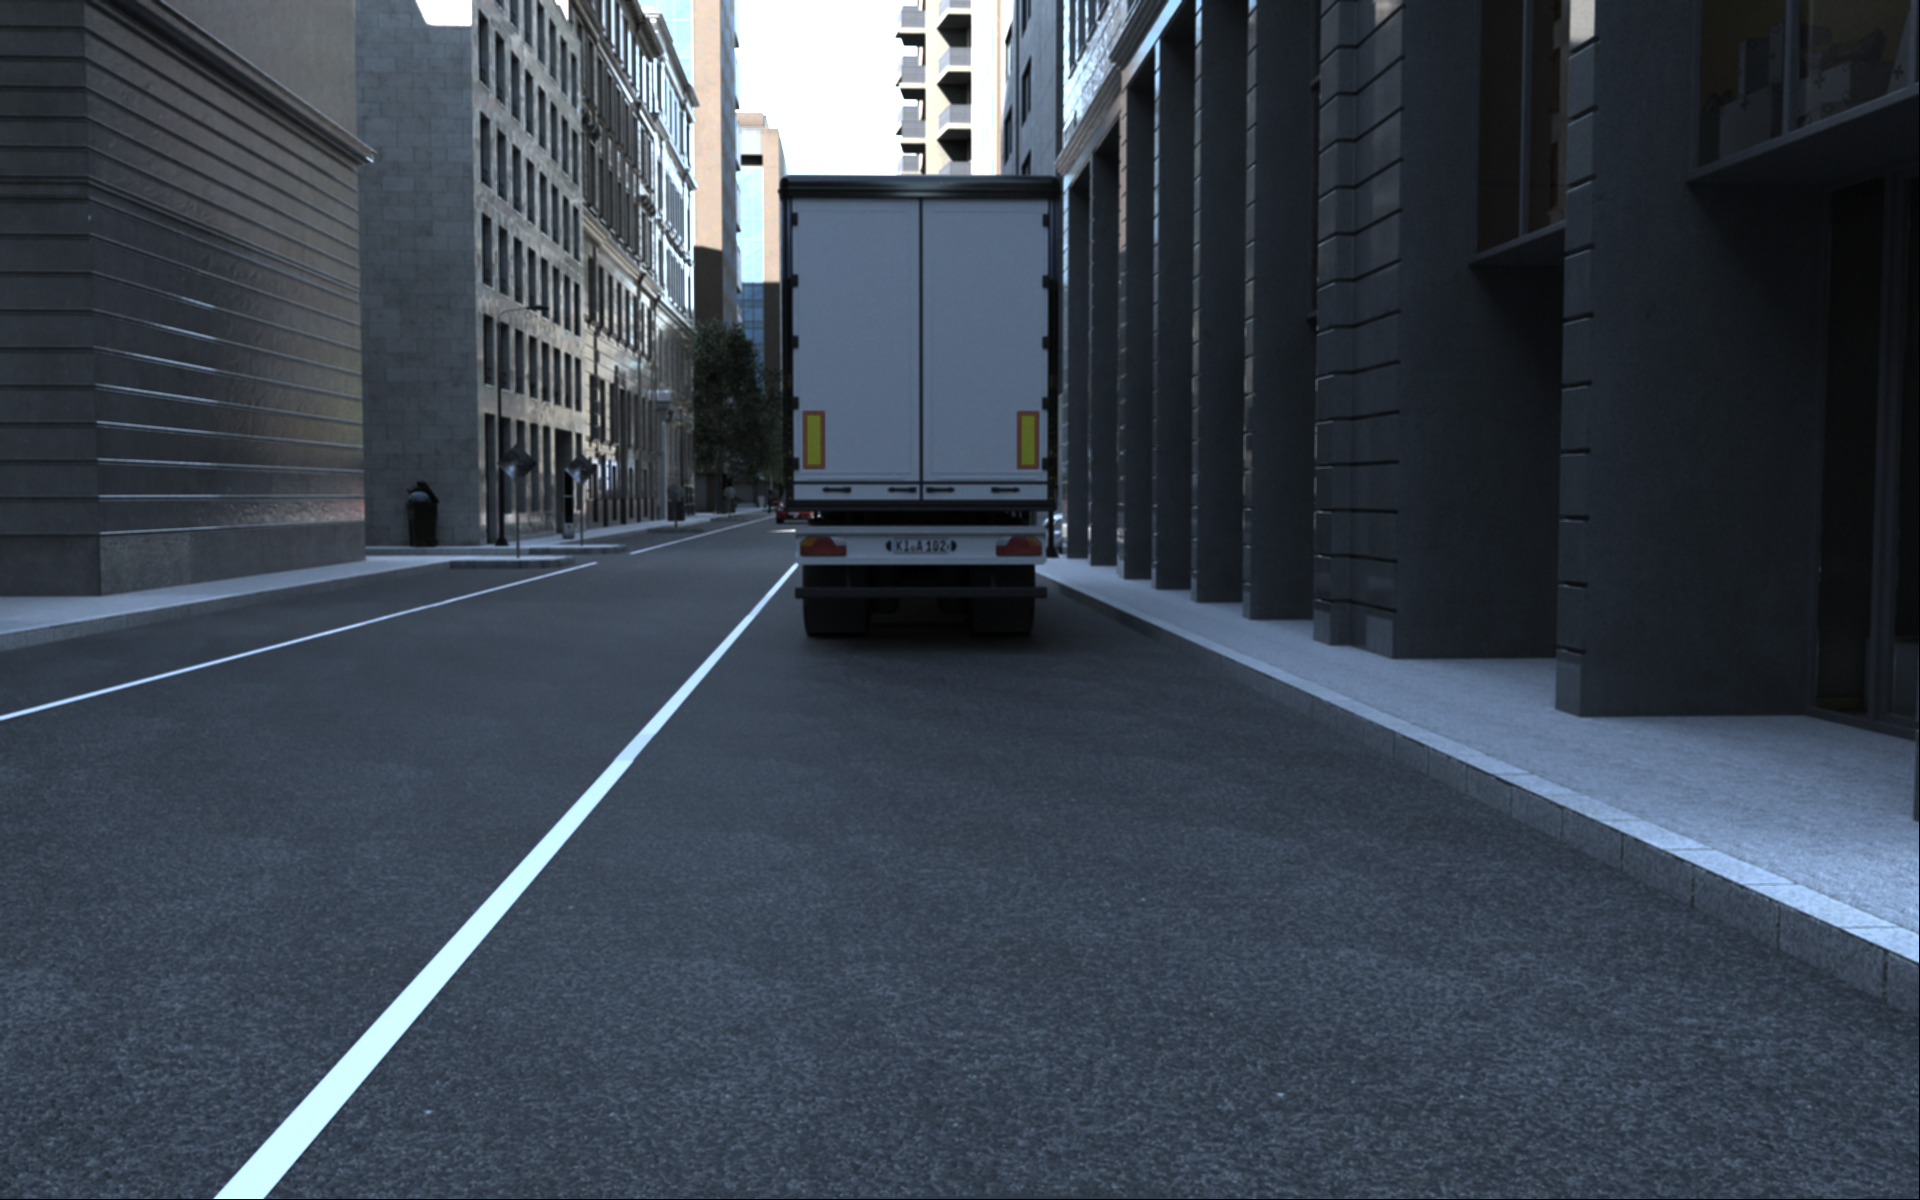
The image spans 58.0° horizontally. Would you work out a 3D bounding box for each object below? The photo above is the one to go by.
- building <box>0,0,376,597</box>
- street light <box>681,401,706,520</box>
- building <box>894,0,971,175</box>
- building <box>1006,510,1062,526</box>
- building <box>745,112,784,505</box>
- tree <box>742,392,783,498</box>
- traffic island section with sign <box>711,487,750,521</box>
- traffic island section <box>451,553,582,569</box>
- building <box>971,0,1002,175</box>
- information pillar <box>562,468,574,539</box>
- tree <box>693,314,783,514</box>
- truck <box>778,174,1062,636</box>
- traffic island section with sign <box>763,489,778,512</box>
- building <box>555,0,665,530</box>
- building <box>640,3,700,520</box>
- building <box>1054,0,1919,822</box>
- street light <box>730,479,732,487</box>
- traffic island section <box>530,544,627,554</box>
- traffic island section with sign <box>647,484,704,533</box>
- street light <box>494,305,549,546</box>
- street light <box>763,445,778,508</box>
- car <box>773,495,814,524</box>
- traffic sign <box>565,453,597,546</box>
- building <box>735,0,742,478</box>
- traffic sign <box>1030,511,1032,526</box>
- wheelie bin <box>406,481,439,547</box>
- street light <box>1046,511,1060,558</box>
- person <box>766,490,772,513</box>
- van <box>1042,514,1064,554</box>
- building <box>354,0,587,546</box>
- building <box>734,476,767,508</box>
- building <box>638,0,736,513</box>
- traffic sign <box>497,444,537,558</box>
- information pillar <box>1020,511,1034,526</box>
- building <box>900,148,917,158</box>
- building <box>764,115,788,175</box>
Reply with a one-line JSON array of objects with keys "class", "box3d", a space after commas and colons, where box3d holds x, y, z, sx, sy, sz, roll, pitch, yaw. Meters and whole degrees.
[{"class": "building", "box3d": [-22.642, -11.280, 26.231, 24.055, 21.916, 13.314, 0, 4, -3]}, {"class": "street light", "box3d": [-13.287, -6.946, 86.107, 1.470, 5.913, 1.316, 0, 4, -3]}, {"class": "building", "box3d": [7.253, -27.471, 103.778, 22.147, 44.769, 28.867, 0, 4, -3]}, {"class": "building", "box3d": [12.206, -37.423, 50.112, 20.611, 71.187, 20.563, 0, 4, -3]}, {"class": "building", "box3d": [-28.108, -34.056, 206.919, 14.600, 45.320, 14.200, 0, 4, -3]}, {"class": "tree", "box3d": [-21.230, -16.791, 192.655, 7.486, 12.596, 7.792, 0, 3, 0]}, {"class": "traffic island section with sign", "box3d": [-12.246, -5.124, 92.405, 1.989, 1.847, 2.006, 0, 4, -3]}, {"class": "traffic island section", "box3d": [-8.864, -0.757, 34.658, 2.009, 0.180, 2.903, 0, 4, -3]}, {"class": "building", "box3d": [7.821, -25.779, 71.603, 14.600, 45.320, 14.200, 0, 4, -3]}, {"class": "information pillar", "box3d": [-11.229, -2.759, 49.609, 0.304, 2.012, 0.304, -1, 4, -20]}, {"class": "tree", "box3d": [-15.377, -11.832, 110.456, 9.611, 12.733, 9.660, 0, 3, 0]}, {"class": "truck", "box3d": [-0.527, -1.952, 20.827, 2.839, 4.237, 11.283, 0, 4, -2]}, {"class": "traffic island section with sign", "box3d": [-15.133, -8.141, 141.740, 1.989, 1.847, 2.006, 0, 4, -3]}, {"class": "building", "box3d": [-19.656, -16.744, 71.028, 12.463, 27.353, 25.104, 0, 4, -3]}, {"class": "building", "box3d": [-21.544, -18.812, 93.483, 13.634, 28.700, 20.117, 0, 4, -3]}, {"class": "building", "box3d": [8.311, -14.835, 20.042, 11.434, 29.767, 29.804, 0, 4, -3]}, {"class": "street light", "box3d": [-15.236, -8.971, 119.211, 1.470, 5.913, 1.316, 0, 4, -3]}, {"class": "traffic island section", "box3d": [-9.329, -1.245, 42.630, 2.009, 0.180, 2.903, 0, 4, -3]}, {"class": "traffic island section with sign", "box3d": [-10.659, -3.456, 65.129, 1.989, 1.847, 2.006, 0, 4, -3]}, {"class": "street light", "box3d": [-10.791, -4.290, 42.678, 1.470, 5.913, 1.316, 0, 4, -3]}, {"class": "street light", "box3d": [-17.878, -11.693, 163.715, 1.470, 5.913, 1.316, 0, 4, -3]}, {"class": "car", "box3d": [-8.124, -4.684, 85.625, 2.155, 1.783, 4.494, 0, 4, -3]}, {"class": "traffic sign", "box3d": [-9.306, -2.381, 42.569, 0.795, 2.450, 0.064, 0, 4, -3]}, {"class": "building", "box3d": [-32.323, -33.906, 143.605, 28.713, 52.752, 27.495, 0, 4, -3]}, {"class": "traffic sign", "box3d": [1.437, -1.929, 35.175, 0.795, 2.450, 0.064, 0, 4, -3]}, {"class": "wheelie bin", "box3d": [-13.014, -2.079, 41.892, 0.693, 1.594, 0.980, -2, 4, -32]}, {"class": "street light", "box3d": [1.297, -3.810, 34.830, 1.470, 5.913, 1.316, 0, 4, -3]}, {"class": "person", "box3d": [-14.359, -7.371, 129.731, 0.721, 1.735, 1.217, 0, 4, 2]}, {"class": "van", "box3d": [3.802, -1.920, 38.411, 4.112, 2.044, 2.013, 0, 4, -2]}, {"class": "building", "box3d": [-17.492, -11.949, 50.115, 10.420, 20.320, 16.860, 0, 4, -3]}, {"class": "building", "box3d": [-35.629, -29.230, 169.790, 32.217, 40.220, 23.993, 0, 4, -3]}, {"class": "building", "box3d": [-23.375, -28.954, 123.508, 14.600, 45.320, 14.200, 0, 4, -3]}, {"class": "traffic sign", "box3d": [-8.841, -1.893, 34.598, 0.795, 2.450, 0.064, 0, 4, -3]}, {"class": "information pillar", "box3d": [1.636, -2.317, 42.369, 0.304, 2.012, 0.304, 1, 4, 16]}, {"class": "building", "box3d": [3.432, -36.651, 218.846, 23.786, 49.044, 30.456, 0, 4, -3]}, {"class": "building", "box3d": [-33.220, -36.741, 224.420, 21.300, 48.544, 21.600, 0, 4, -3]}]
